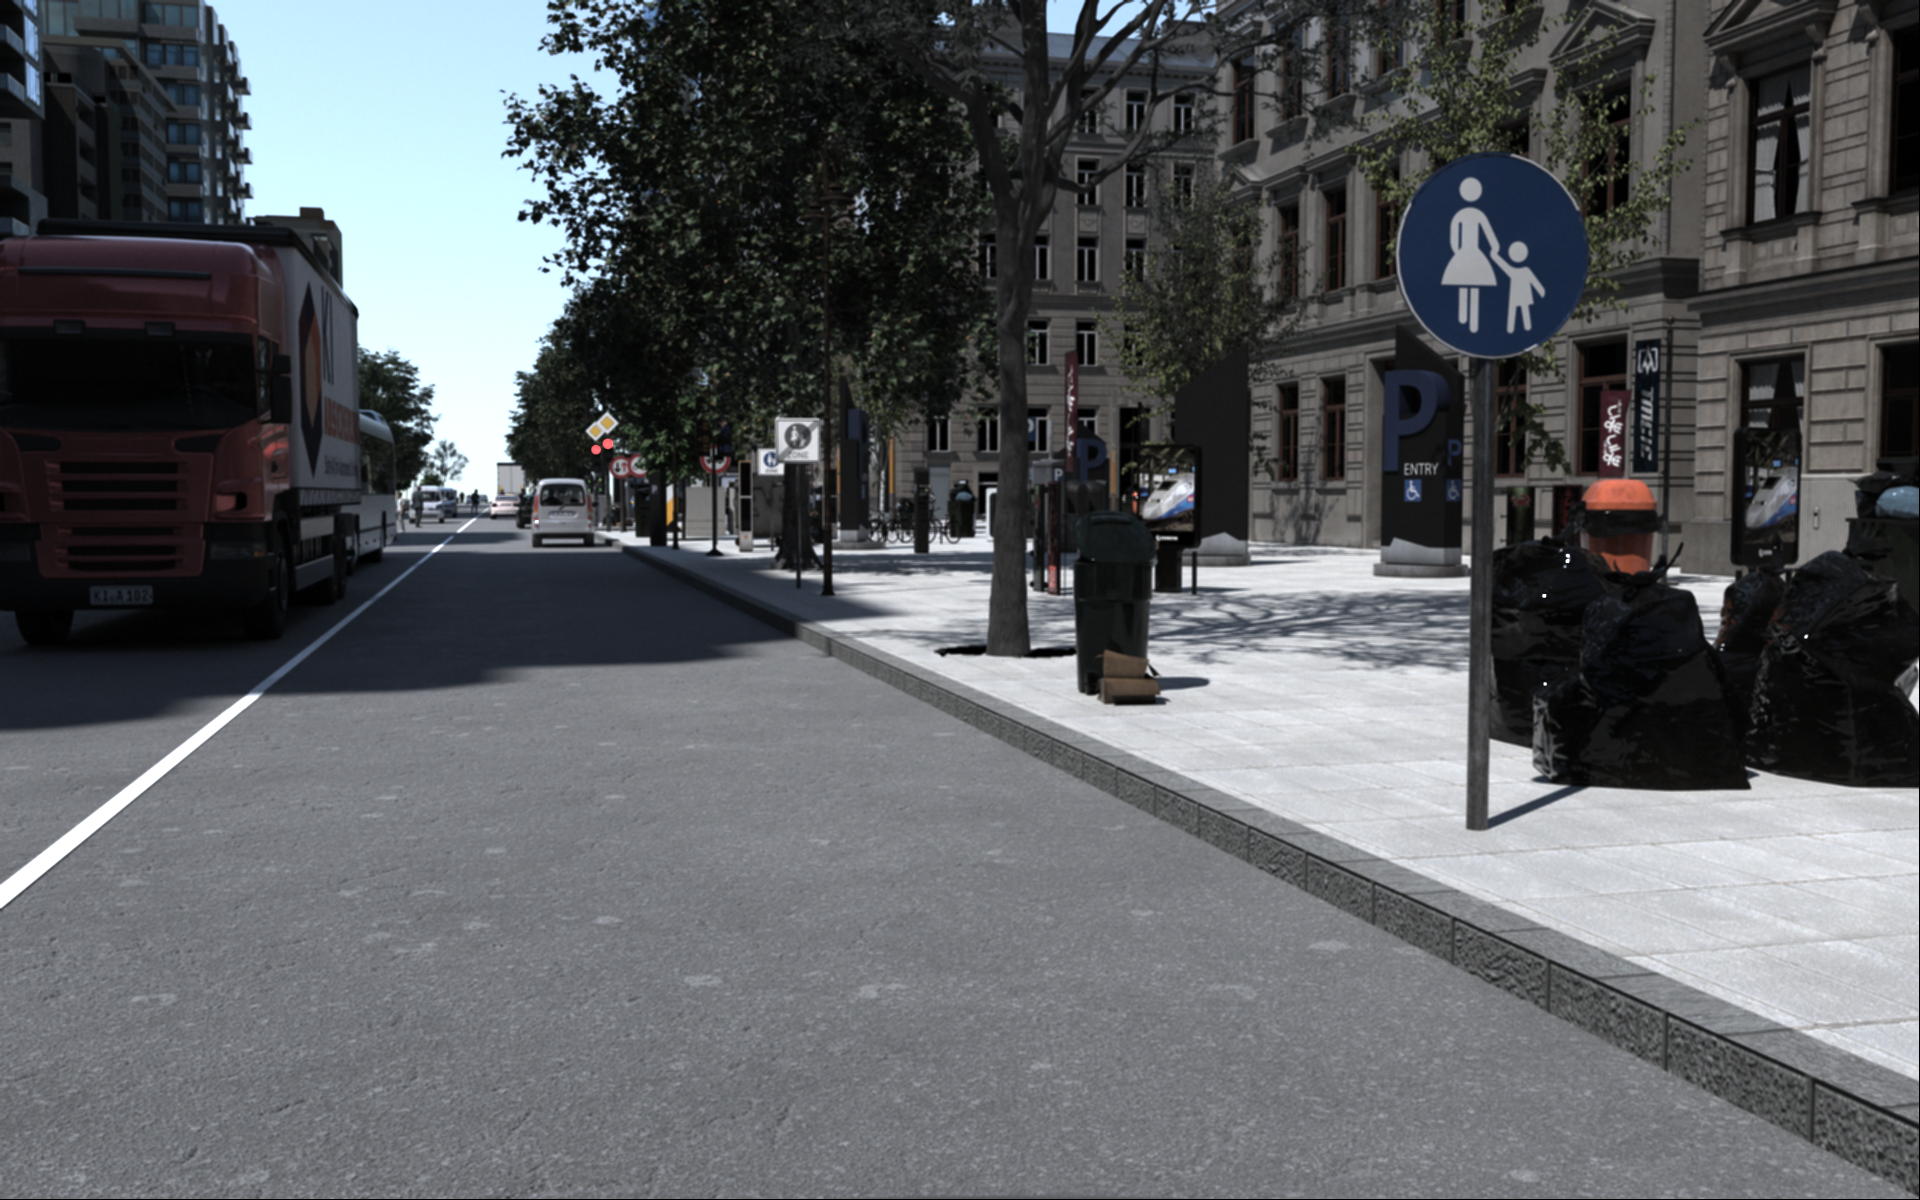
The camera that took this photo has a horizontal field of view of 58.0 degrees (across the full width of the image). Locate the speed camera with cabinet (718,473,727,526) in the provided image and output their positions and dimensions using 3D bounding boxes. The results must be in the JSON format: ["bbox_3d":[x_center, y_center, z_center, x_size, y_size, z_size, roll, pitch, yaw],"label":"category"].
[{"bbox_3d":[-9.603,-4.600,69.553,0.660,3.252,2.038,-2,4,-26],"label":"speed camera with cabinet"}]

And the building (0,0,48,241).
[{"bbox_3d":[-57.714,-47.102,82.788,22.319,86.520,31.000,-1,4,-15],"label":"building"}]

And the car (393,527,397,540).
[{"bbox_3d":[-18.311,-2.486,53.010,2.083,1.381,4.827,-1,4,-15],"label":"car"}]

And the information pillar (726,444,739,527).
[{"bbox_3d":[-8.921,-4.684,67.932,0.504,3.616,0.183,-2,4,-33],"label":"information pillar"}]

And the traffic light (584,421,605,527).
[{"bbox_3d":[-14.015,-4.751,66.604,0.839,4.253,0.868,-1,4,-15],"label":"traffic light"}]

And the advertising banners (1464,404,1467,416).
[{"bbox_3d":[8.950,-2.265,33.216,2.074,3.025,0.090,-2,4,-29],"label":"advertising banners"}]

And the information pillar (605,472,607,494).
[{"bbox_3d":[-15.423,-5.158,75.689,0.183,3.616,0.504,-1,4,-19],"label":"information pillar"}]

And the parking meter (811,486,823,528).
[{"bbox_3d":[-4.195,-2.600,50.920,0.372,1.533,0.369,0,3,0],"label":"parking meter"}]

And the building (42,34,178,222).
[{"bbox_3d":[-78.195,-27.397,139.818,32.217,40.220,23.993,-1,4,-15],"label":"building"}]

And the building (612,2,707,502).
[{"bbox_3d":[-45.083,-59.373,283.418,22.319,86.520,31.000,-1,4,-15],"label":"building"}]

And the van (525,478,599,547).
[{"bbox_3d":[-11.000,-2.503,47.941,2.013,2.044,4.112,-1,4,-13],"label":"van"}]

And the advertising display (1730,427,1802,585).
[{"bbox_3d":[7.879,-0.717,16.935,0.974,1.923,0.123,-2,4,-33],"label":"advertising display"}]

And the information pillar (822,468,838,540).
[{"bbox_3d":[-3.658,-2.711,48.811,0.304,2.012,0.304,3,5,42],"label":"information pillar"}]

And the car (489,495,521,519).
[{"bbox_3d":[-26.028,-5.338,99.630,2.083,1.381,4.827,-1,4,-14],"label":"car"}]

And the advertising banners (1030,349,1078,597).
[{"bbox_3d":[1.194,-1.581,22.030,0.090,3.025,2.074,-1,4,-12],"label":"advertising banners"}]

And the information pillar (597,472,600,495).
[{"bbox_3d":[-24.722,-7.766,118.321,0.504,3.616,0.183,0,4,6],"label":"information pillar"}]

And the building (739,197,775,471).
[{"bbox_3d":[-9.002,-21.164,133.416,14.401,28.519,23.554,-1,4,-15],"label":"building"}]

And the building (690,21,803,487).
[{"bbox_3d":[-14.990,-44.410,164.363,20.563,71.187,20.611,-1,4,-15],"label":"building"}]

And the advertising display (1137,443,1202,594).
[{"bbox_3d":[2.703,-1.053,22.425,0.974,1.923,0.123,3,5,45],"label":"advertising display"}]

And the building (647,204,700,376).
[{"bbox_3d":[-39.405,-34.487,247.457,14.154,41.232,14.086,-1,4,-15],"label":"building"}]

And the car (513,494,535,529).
[{"bbox_3d":[-17.826,-3.876,73.164,2.009,1.686,4.222,-1,4,-16],"label":"car"}]

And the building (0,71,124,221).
[{"bbox_3d":[-65.719,-21.168,117.792,14.160,30.474,14.107,-1,4,-15],"label":"building"}]

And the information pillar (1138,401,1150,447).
[{"bbox_3d":[4.654,-3.220,44.002,0.183,3.616,0.504,2,4,35],"label":"information pillar"}]

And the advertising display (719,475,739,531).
[{"bbox_3d":[-7.812,-3.323,59.541,0.974,1.923,0.123,-2,4,-29],"label":"advertising display"}]

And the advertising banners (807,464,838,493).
[{"bbox_3d":[-7.171,-5.761,90.382,2.074,3.025,0.090,-1,4,-18],"label":"advertising banners"}]

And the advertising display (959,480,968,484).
[{"bbox_3d":[0.156,-4.442,77.843,0.123,1.923,0.974,-1,4,-19],"label":"advertising display"}]

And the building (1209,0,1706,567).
[{"bbox_3d":[14.475,-12.478,40.168,11.583,22.565,21.152,-1,4,-15],"label":"building"}]

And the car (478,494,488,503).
[{"bbox_3d":[-76.823,-16.292,278.379,2.014,1.417,4.499,-1,4,-16],"label":"car"}]

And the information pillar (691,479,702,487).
[{"bbox_3d":[-19.479,-8.339,127.702,0.504,3.616,0.183,3,5,43],"label":"information pillar"}]

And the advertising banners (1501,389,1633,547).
[{"bbox_3d":[10.198,-2.016,29.143,2.074,3.025,0.090,1,4,9],"label":"advertising banners"}]

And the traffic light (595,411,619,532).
[{"bbox_3d":[-11.990,-4.279,58.879,0.839,4.253,0.868,-1,4,-15],"label":"traffic light"}]

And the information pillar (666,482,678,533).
[{"bbox_3d":[-9.592,-4.045,57.486,0.504,3.616,0.183,2,4,25],"label":"information pillar"}]

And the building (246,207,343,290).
[{"bbox_3d":[-104.739,-38.068,272.524,14.600,45.320,14.200,-1,4,-15],"label":"building"}]

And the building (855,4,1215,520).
[{"bbox_3d":[7.415,-18.037,92.173,25.104,27.353,12.463,-1,4,-15],"label":"building"}]

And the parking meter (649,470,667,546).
[{"bbox_3d":[-7.450,-2.264,42.719,0.399,1.863,0.255,2,4,35],"label":"parking meter"}]

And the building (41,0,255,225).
[{"bbox_3d":[-80.883,-33.476,166.935,23.786,49.044,30.456,-1,4,-15],"label":"building"}]

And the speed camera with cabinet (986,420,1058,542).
[{"bbox_3d":[1.716,-3.177,46.285,2.038,3.252,0.660,2,4,26],"label":"speed camera with cabinet"}]

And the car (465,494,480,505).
[{"bbox_3d":[-66.154,-13.650,235.181,2.014,1.417,4.499,-1,4,-15],"label":"car"}]

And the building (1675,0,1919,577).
[{"bbox_3d":[18.484,-9.492,19.820,10.561,19.102,19.286,-1,4,-15],"label":"building"}]

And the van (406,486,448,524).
[{"bbox_3d":[-26.398,-4.815,85.736,2.013,2.044,4.112,-1,4,-16],"label":"van"}]

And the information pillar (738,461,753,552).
[{"bbox_3d":[-4.742,-2.072,38.363,0.304,2.012,0.304,0,4,-6],"label":"information pillar"}]

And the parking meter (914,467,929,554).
[{"bbox_3d":[-0.830,-1.934,37.331,0.255,1.863,0.399,-1,4,-14],"label":"parking meter"}]

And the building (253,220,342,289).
[{"bbox_3d":[-100.315,-35.206,259.213,14.154,41.232,14.086,-1,4,-15],"label":"building"}]

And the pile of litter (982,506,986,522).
[{"bbox_3d":[1.590,-4.034,79.924,1.176,0.858,1.719,0,4,4],"label":"pile of litter"}]

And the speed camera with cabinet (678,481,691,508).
[{"bbox_3d":[-21.837,-8.640,135.594,0.660,3.252,2.038,0,4,6],"label":"speed camera with cabinet"}]

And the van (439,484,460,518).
[{"bbox_3d":[-31.812,-6.086,106.524,2.013,2.044,4.112,-1,4,-16],"label":"van"}]

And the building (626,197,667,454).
[{"bbox_3d":[-42.724,-37.367,261.057,14.600,45.320,14.200,-1,4,-15],"label":"building"}]

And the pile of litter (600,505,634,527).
[{"bbox_3d":[-13.424,-3.332,68.450,1.719,0.858,1.176,-2,4,-23],"label":"pile of litter"}]

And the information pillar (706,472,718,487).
[{"bbox_3d":[-8.306,-3.280,58.112,0.304,2.012,0.304,-3,4,-38],"label":"information pillar"}]

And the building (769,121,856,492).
[{"bbox_3d":[-4.319,-19.951,112.105,13.634,28.700,20.117,-1,4,-15],"label":"building"}]
